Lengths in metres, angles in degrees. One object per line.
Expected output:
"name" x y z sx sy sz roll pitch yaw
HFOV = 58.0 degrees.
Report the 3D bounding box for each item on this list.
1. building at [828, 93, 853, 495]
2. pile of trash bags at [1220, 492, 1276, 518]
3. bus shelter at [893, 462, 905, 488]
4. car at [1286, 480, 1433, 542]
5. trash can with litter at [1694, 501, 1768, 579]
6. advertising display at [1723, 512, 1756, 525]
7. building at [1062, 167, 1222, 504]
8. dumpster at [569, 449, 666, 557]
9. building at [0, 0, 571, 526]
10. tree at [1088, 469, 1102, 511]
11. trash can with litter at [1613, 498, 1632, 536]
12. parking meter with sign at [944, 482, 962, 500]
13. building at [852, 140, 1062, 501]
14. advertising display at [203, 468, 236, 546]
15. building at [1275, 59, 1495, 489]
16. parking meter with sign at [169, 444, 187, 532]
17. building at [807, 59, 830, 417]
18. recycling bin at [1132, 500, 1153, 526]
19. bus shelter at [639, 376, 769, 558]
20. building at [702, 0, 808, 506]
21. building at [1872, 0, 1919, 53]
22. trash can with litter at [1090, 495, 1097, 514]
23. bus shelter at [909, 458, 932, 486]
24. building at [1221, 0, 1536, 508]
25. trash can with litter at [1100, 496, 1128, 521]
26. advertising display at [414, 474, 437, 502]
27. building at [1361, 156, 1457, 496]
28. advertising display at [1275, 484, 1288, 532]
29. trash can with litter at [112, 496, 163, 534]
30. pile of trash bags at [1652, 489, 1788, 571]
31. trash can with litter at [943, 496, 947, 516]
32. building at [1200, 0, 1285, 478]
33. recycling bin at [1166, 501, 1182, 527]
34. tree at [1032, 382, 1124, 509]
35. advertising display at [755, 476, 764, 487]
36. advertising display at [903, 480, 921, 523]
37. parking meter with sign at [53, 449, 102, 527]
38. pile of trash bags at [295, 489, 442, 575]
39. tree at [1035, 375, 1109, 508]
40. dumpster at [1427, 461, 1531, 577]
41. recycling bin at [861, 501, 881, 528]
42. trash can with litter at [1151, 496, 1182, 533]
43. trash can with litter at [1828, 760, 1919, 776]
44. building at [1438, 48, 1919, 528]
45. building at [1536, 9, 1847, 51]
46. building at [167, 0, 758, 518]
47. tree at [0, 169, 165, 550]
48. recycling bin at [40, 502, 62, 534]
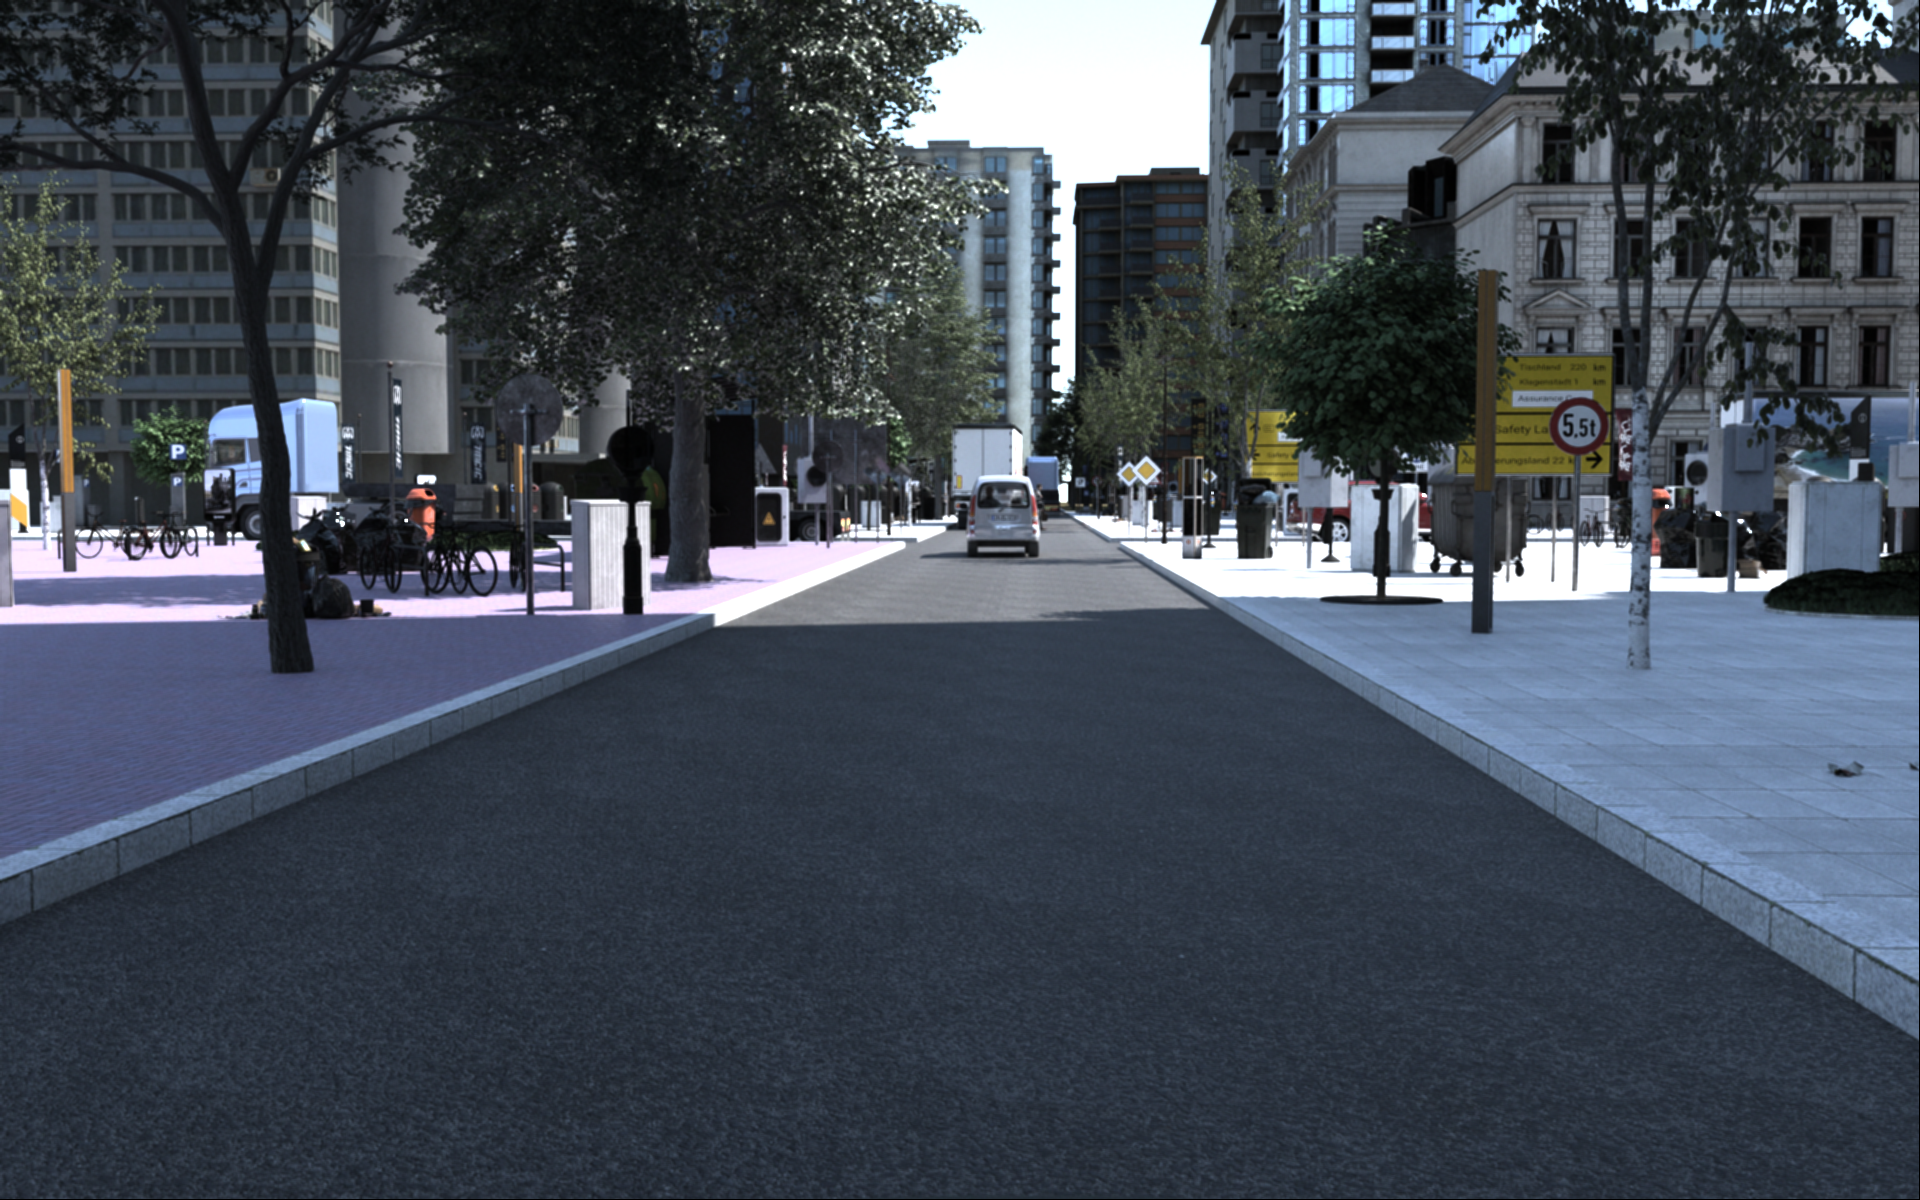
"building" -22.256 -45.340 179.561 20.611 71.187 20.563 0 4 2
"pile of trash bags" 15.378 -5.070 92.654 3.447 1.369 1.912 1 4 19
"bus shelter" -4.263 -6.424 96.314 1.731 3.624 6.357 0 4 3
"car" 11.660 -2.380 47.590 5.304 1.827 2.281 0 4 0
"trash can with litter" 11.848 -0.931 26.610 1.055 1.170 0.624 2 4 32
"advertising display" 17.234 -2.046 38.660 0.974 1.923 0.123 2 4 35
"building" 28.097 -35.480 234.714 28.867 44.769 22.147 0 4 2
"dumpster" -6.637 -1.902 33.591 1.502 2.255 1.985 0 4 2
"building" -31.181 -23.659 78.699 32.217 40.220 23.993 0 4 2
"tree" 10.116 -8.402 131.971 1.663 3.219 1.824 0 3 0
"trash can with litter" 20.455 -2.525 52.670 1.055 1.170 0.624 -1 4 -22
"parking meter with sign" -0.681 -7.017 110.989 1.738 3.016 0.543 1 4 13
"building" -1.518 -37.747 236.773 30.456 49.044 23.786 0 4 2
"advertising display" -18.392 -2.313 43.030 0.974 1.923 0.123 2 4 24
"building" 29.175 -20.003 114.442 14.401 28.519 23.554 0 4 2
"parking meter with sign" -26.890 -3.868 59.505 0.543 3.016 1.738 -1 4 -21
"building" -19.037 -28.504 149.636 14.154 41.232 14.086 0 4 2
"recycling bin" 7.424 -3.544 70.492 0.722 1.027 0.722 1 4 18
"bus shelter" -5.442 -2.838 37.676 1.731 3.624 6.357 0 4 2
"building" -19.769 -29.682 135.413 14.600 45.320 14.200 0 4 2
"building" 52.109 -17.317 70.518 23.554 28.519 14.401 0 4 2
"trash can with litter" 8.802 -6.010 109.316 1.678 1.210 2.233 1 4 11
"bus shelter" -2.911 -7.554 114.784 1.731 3.624 6.357 0 4 3
"building" 35.018 -50.849 144.056 22.319 86.520 31.000 0 4 2
"trash can with litter" 7.752 -4.357 82.294 1.678 1.210 2.233 1 4 12
"advertising display" -17.270 -3.107 56.018 0.123 1.923 0.974 1 4 22
"building" 30.145 -13.839 93.718 16.820 18.784 16.811 0 4 2
"advertising display" 10.961 -3.297 59.115 0.123 1.923 0.974 -1 4 -8
"trash can with litter" -26.922 -2.778 56.483 1.678 1.210 2.233 -1 4 -16
"pile of trash bags" 13.017 -1.262 30.382 1.912 1.369 3.447 -1 4 -13
"trash can with litter" -1.302 -5.301 98.066 1.055 1.170 0.624 -1 4 -10
"building" 39.666 -35.772 174.111 28.713 52.752 27.495 0 4 2
"recycling bin" 8.296 -3.327 66.955 0.722 1.027 0.722 0 4 -7
"tree" 9.654 -12.834 144.249 8.767 10.594 7.601 -2 4 -34
"advertising display" -7.385 -3.580 63.741 0.123 1.923 0.974 1 4 9
"advertising display" -2.126 -4.380 76.830 0.974 1.923 0.123 -3 5 -41
"parking meter with sign" -33.991 -4.316 66.819 1.738 3.016 0.543 1 4 13
"pile of trash bags" -9.677 -1.172 28.908 1.912 1.369 3.447 1 4 10
"tree" 11.104 -15.080 164.680 7.486 12.596 7.792 0 3 0
"dumpster" 8.263 -1.336 27.597 1.264 1.857 1.865 0 4 2
"recycling bin" -3.398 -3.264 65.923 0.722 1.027 0.722 0 4 -8
"trash can with litter" 7.292 -2.881 58.166 2.233 1.210 1.678 -1 4 -21
"trash can with litter" 4.973 0.226 7.355 2.233 1.210 1.678 3 5 43
"building" 30.204 -12.570 70.141 19.286 19.102 10.561 0 4 2
"building" 71.112 -33.946 174.622 30.456 49.044 23.786 0 4 2
"building" -30.184 -25.841 114.383 32.217 40.220 23.993 0 4 2
"tree" -20.623 -5.435 39.222 4.737 8.622 4.395 0 3 0
"recycling bin" -29.499 -2.683 56.419 0.722 1.027 0.722 -1 4 -20
